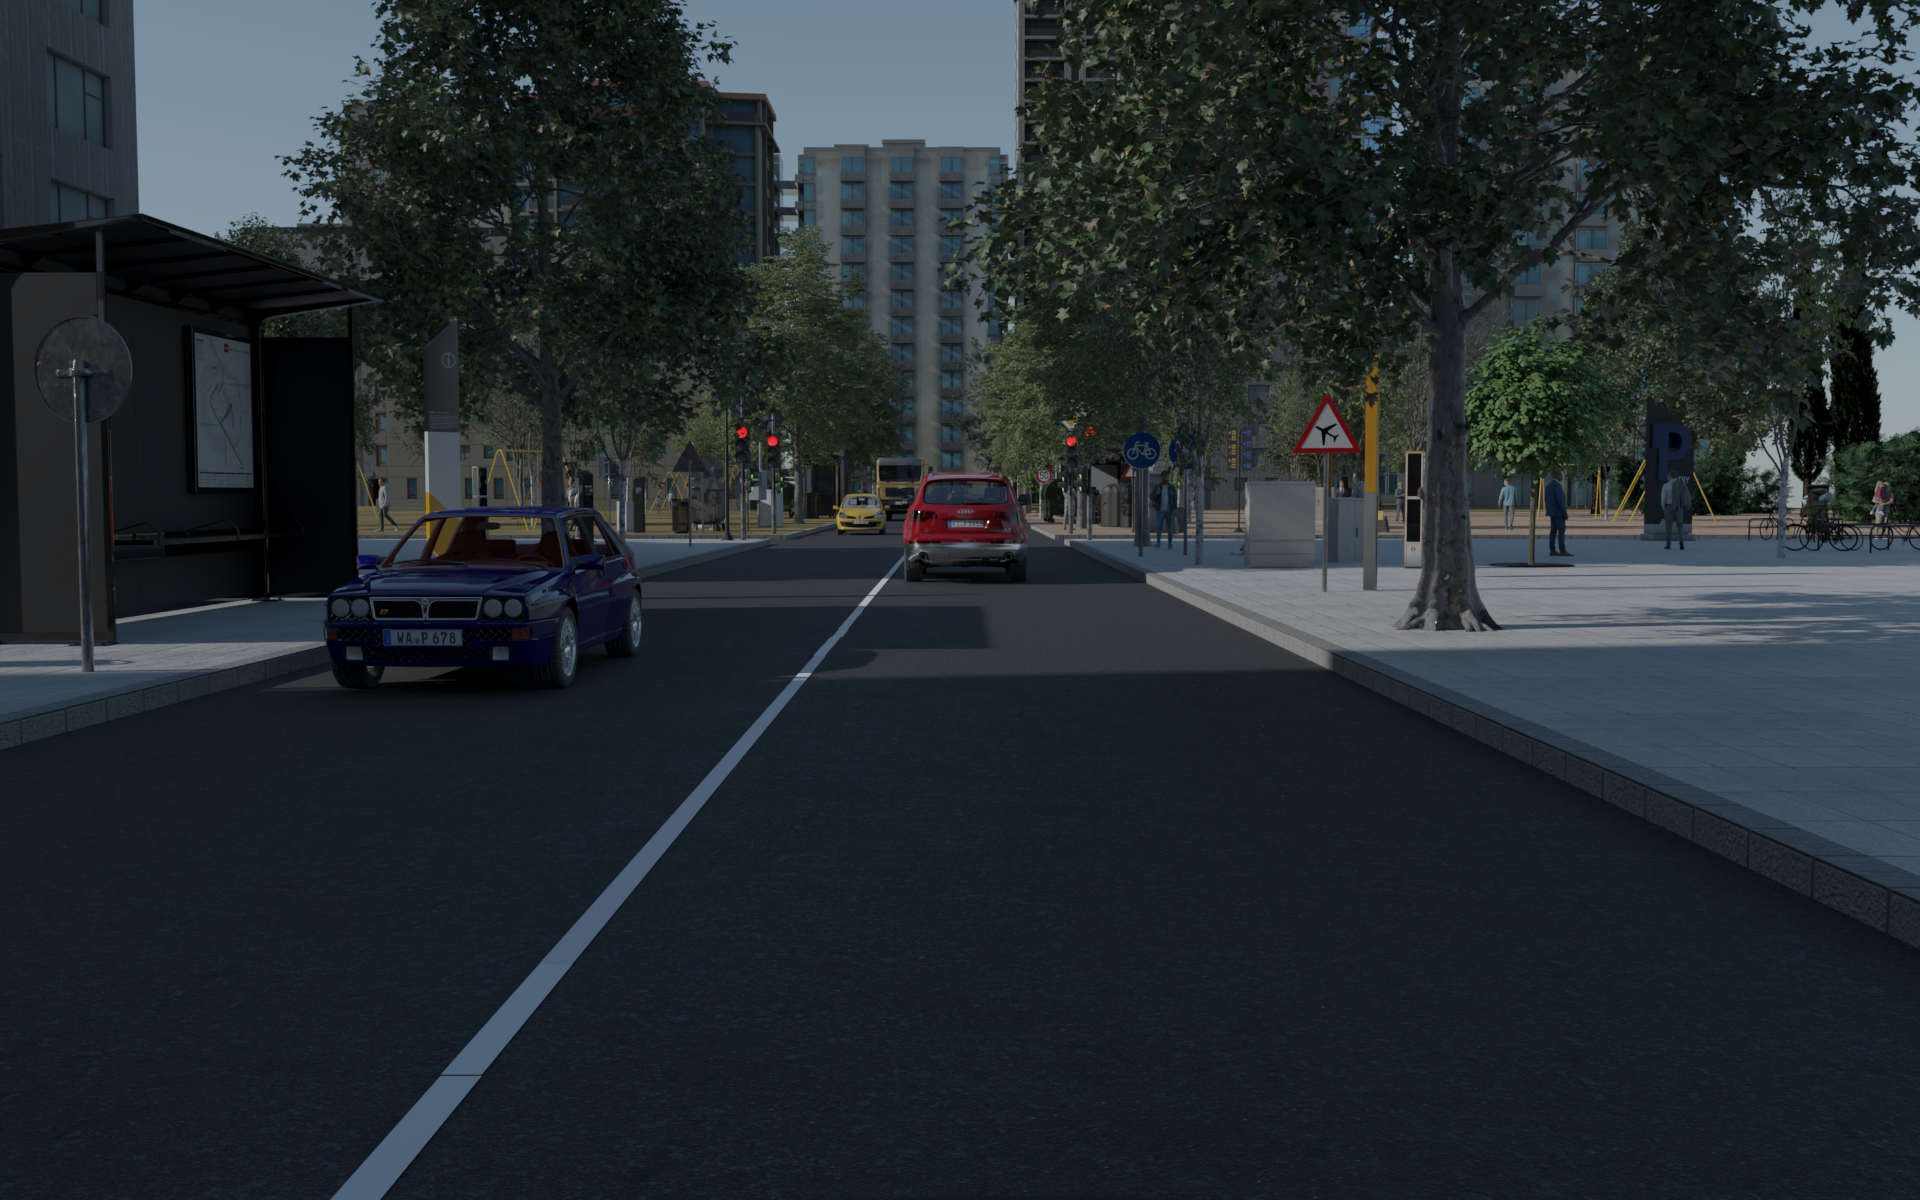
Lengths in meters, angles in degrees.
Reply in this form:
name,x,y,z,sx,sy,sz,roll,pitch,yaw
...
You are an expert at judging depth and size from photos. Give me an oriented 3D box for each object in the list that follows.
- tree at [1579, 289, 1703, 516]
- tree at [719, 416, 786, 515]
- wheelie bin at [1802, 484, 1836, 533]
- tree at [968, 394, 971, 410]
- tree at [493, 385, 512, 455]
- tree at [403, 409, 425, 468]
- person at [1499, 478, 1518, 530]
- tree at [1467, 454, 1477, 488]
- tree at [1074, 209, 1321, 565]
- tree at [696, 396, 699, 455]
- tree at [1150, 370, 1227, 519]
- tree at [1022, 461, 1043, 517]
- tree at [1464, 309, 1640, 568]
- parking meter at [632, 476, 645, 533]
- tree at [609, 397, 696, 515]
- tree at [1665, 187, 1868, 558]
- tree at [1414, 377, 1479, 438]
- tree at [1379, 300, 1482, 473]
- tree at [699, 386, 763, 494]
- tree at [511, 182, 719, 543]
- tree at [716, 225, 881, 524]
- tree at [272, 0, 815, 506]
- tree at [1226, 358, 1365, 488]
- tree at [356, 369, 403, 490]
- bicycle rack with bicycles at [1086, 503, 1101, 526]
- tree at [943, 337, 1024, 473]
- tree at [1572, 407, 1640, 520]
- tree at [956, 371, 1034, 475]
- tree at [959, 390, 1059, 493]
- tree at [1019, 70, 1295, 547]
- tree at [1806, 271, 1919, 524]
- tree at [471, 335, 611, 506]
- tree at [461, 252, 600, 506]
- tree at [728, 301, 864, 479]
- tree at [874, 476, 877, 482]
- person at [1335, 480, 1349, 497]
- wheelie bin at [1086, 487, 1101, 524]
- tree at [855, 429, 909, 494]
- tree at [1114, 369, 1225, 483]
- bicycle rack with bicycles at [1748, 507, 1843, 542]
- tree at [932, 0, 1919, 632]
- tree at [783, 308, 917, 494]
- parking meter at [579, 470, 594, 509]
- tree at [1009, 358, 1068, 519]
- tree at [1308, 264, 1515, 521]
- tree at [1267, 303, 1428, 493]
name,x,y,z,sx,sy,sz,roll,pitch,yaw
tree,46.131,-12.766,110.546,13.155,14.587,18.604,2,4,30
tree,-13.141,-9.641,107.986,4.360,8.622,3.978,0,3,0
wheelie bin,28.180,-2.993,56.839,0.980,1.594,0.693,2,4,25
tree,4.924,-8.909,63.791,7.486,12.596,7.792,0,3,0
tree,-16.672,-7.218,68.377,4.360,8.622,3.978,0,3,0
tree,-31.703,-9.370,103.564,4.360,8.622,3.978,0,3,0
person,19.593,-3.428,61.949,0.638,1.841,0.748,1,4,22
tree,31.218,-9.963,113.254,4.737,8.622,4.395,0,3,0
tree,4.106,-4.947,31.242,4.360,8.622,3.978,0,3,0
tree,-16.150,-10.037,114.468,4.737,8.622,4.395,0,3,0
tree,12.801,-8.970,97.026,4.737,8.622,4.395,0,3,0
tree,4.260,-6.403,99.285,1.663,3.219,1.824,0,3,0
tree,10.234,-2.873,30.688,4.285,4.588,4.351,0,3,0
parking meter,-10.637,-3.158,57.345,0.399,1.863,0.255,0,4,-3
tree,-19.665,-9.630,107.805,4.737,8.622,4.395,0,3,0
tree,16.511,-5.167,34.835,4.737,8.622,4.395,0,3,0
tree,26.733,-8.710,92.772,4.360,8.622,3.978,0,3,0
tree,26.753,-11.129,100.092,7.486,12.596,7.792,0,3,0
tree,-12.664,-9.226,101.209,4.737,8.622,4.395,0,3,0
tree,-7.573,-5.400,38.660,4.360,8.622,3.978,0,3,0
tree,-6.953,-9.482,73.155,7.486,12.596,7.792,0,3,0
tree,-7.361,-6.947,30.596,9.611,12.733,9.660,0,3,0
tree,22.964,-10.765,110.416,8.767,10.594,7.601,-2,4,-33
tree,-34.142,-8.929,96.350,4.360,8.622,3.978,0,3,0
bicycle rack with bicycles,6.507,-3.461,69.974,2.852,0.926,2.925,-3,4,-39
tree,3.759,-21.521,207.755,12.611,20.169,13.585,0,3,0
tree,31.946,-8.276,85.671,4.360,8.622,3.978,0,3,0
tree,4.592,-15.964,171.382,12.009,13.543,11.850,0,3,0
tree,4.406,-12.721,142.408,8.767,10.594,7.601,-2,4,-27
tree,4.620,-7.561,41.752,7.486,12.596,7.792,0,3,0
tree,51.762,-11.624,91.878,18.604,14.587,13.155,-2,4,-24
tree,-28.402,-11.375,111.731,9.928,11.665,9.643,0,3,0
tree,-22.674,-10.914,88.817,12.009,13.543,11.850,0,3,0
tree,-8.030,-9.084,82.941,7.601,10.594,8.767,1,4,15
tree,-7.442,-12.014,180.139,4.285,4.588,4.351,0,3,0
person,15.989,-4.070,72.365,0.659,1.850,0.755,0,4,6
wheelie bin,5.578,-4.002,73.345,0.693,1.594,0.980,3,5,44
tree,-7.284,-11.692,141.531,4.737,8.622,4.395,0,3,0
tree,14.503,-11.369,120.300,8.767,10.594,7.601,1,4,12
bicycle rack with bicycles,23.319,-2.111,47.890,2.925,0.926,2.852,-3,5,-39
tree,4.540,-6.069,16.229,9.611,12.733,9.660,0,3,0
tree,-7.698,-12.907,117.691,9.857,13.997,8.962,0,3,0
parking meter,-9.163,-2.248,42.473,0.255,1.863,0.399,-2,4,-33
tree,4.195,-8.486,89.104,4.737,8.622,4.395,0,3,0
tree,21.693,-10.513,82.249,12.009,13.543,11.850,0,3,0
tree,14.434,-6.884,62.917,4.737,8.622,4.395,0,3,0
